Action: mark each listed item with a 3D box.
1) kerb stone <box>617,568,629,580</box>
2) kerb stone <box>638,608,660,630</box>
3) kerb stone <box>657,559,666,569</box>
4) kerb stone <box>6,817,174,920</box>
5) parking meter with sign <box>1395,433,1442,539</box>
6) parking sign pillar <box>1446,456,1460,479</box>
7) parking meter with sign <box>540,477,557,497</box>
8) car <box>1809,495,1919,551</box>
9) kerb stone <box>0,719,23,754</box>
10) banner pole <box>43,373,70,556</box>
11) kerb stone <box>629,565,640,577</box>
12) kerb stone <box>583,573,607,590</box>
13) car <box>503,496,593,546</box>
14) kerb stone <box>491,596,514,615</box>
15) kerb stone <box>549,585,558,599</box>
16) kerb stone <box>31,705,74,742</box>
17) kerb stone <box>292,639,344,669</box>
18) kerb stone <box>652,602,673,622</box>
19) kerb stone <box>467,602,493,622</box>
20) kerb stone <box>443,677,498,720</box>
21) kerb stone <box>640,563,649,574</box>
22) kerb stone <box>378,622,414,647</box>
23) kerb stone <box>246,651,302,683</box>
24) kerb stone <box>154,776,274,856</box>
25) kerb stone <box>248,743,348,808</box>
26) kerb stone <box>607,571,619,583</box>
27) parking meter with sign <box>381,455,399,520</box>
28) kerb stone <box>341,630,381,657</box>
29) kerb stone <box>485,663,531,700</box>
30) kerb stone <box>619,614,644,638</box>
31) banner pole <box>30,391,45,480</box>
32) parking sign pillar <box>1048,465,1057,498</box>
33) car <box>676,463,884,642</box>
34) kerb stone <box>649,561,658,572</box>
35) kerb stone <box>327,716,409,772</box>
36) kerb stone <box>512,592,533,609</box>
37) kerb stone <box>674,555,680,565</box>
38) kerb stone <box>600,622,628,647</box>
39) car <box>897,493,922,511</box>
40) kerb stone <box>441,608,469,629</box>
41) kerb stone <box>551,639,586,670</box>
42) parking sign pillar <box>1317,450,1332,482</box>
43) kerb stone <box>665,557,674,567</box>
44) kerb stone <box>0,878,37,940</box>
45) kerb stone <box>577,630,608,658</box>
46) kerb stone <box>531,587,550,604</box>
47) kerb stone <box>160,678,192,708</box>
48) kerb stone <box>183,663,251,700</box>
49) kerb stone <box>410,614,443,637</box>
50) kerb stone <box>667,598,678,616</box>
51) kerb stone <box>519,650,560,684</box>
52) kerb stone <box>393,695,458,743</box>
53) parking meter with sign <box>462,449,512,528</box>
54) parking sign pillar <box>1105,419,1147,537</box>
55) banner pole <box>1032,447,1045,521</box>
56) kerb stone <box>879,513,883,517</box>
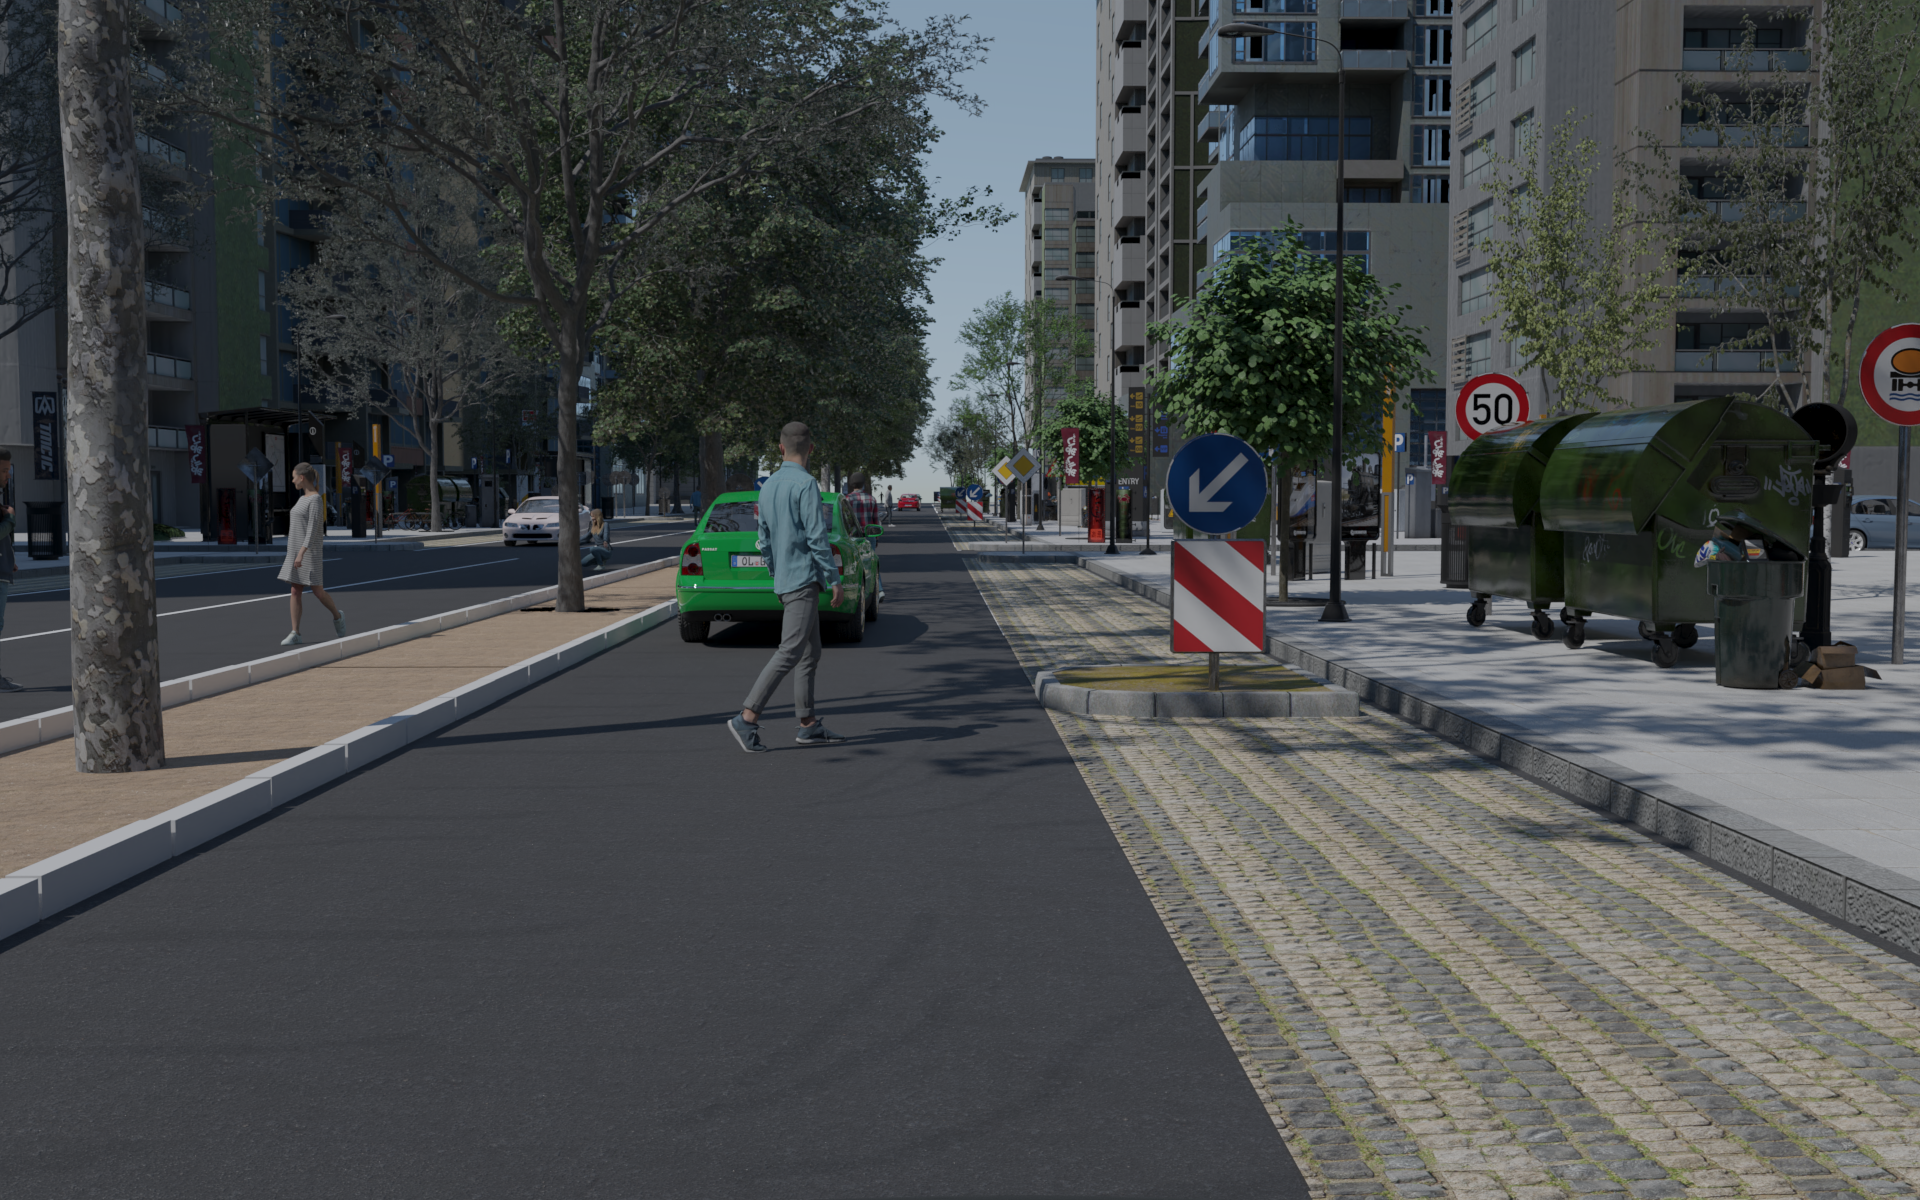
[{"bbox_3d":[-5.702,-0.407,28.874,0.120,0.150,1.000,0,4,-1],"label":"kerb stone"},{"bbox_3d":[-3.395,0.219,18.627,0.120,0.150,1.000,0,4,-1],"label":"kerb stone"},{"bbox_3d":[-5.775,-0.655,32.972,0.120,0.150,1.000,0,4,-1],"label":"kerb stone"},{"bbox_3d":[-3.158,0.971,6.325,0.120,0.150,1.000,0,4,-1],"label":"kerb stone"},{"bbox_3d":[13.226,-3.280,49.882,1.738,3.016,0.543,-2,4,-31],"label":"parking meter with sign"},{"bbox_3d":[20.784,-5.231,73.996,1.447,3.967,1.447,-1,4,-18],"label":"parking sign pillar"},{"bbox_3d":[-18.611,-5.019,78.317,1.738,3.016,0.543,-1,4,-11],"label":"parking meter with sign"},{"bbox_3d":[21.826,-1.760,40.773,4.499,1.417,2.014,0,4,-1],"label":"car"},{"bbox_3d":[-5.316,0.784,9.403,0.120,0.150,1.000,0,4,-1],"label":"kerb stone"},{"bbox_3d":[-18.702,-2.826,36.214,0.401,3.779,0.863,-1,4,-10],"label":"banner pole"},{"bbox_3d":[-5.713,-0.470,29.901,0.120,0.150,1.000,0,4,-1],"label":"kerb stone"},{"bbox_3d":[-5.661,-0.283,26.828,0.120,0.150,1.000,0,4,-1],"label":"kerb stone"},{"bbox_3d":[-11.693,-2.262,49.339,2.083,1.381,4.827,0,4,-2],"label":"car"},{"bbox_3d":[-5.538,0.093,20.677,0.120,0.150,1.000,0,4,-1],"label":"kerb stone"},{"bbox_3d":[-5.597,-0.095,23.746,0.120,0.150,1.000,0,4,-1],"label":"kerb stone"},{"bbox_3d":[-5.337,0.722,10.425,0.120,0.150,1.000,0,4,-1],"label":"kerb stone"},{"bbox_3d":[-5.421,0.469,14.525,0.120,0.150,1.000,0,4,-1],"label":"kerb stone"},{"bbox_3d":[-3.424,0.156,19.649,0.120,0.150,1.000,0,4,-1],"label":"kerb stone"},{"bbox_3d":[-5.515,0.155,19.654,0.120,0.150,1.000,0,4,-1],"label":"kerb stone"},{"bbox_3d":[-3.255,0.657,11.454,0.120,0.150,1.000,0,4,-1],"label":"kerb stone"},{"bbox_3d":[-5.740,-0.534,30.923,0.120,0.150,1.000,0,4,-1],"label":"kerb stone"},{"bbox_3d":[-5.457,0.344,16.577,0.120,0.150,1.000,0,4,-1],"label":"kerb stone"},{"bbox_3d":[-5.396,0.535,13.503,0.120,0.150,1.000,0,4,-1],"label":"kerb stone"},{"bbox_3d":[-3.172,0.915,7.347,0.120,0.150,1.000,0,4,-1],"label":"kerb stone"},{"bbox_3d":[-3.201,0.849,8.379,0.120,0.150,1.000,0,4,-1],"label":"kerb stone"},{"bbox_3d":[-5.678,-0.344,27.851,0.120,0.150,1.000,0,4,-1],"label":"kerb stone"},{"bbox_3d":[-24.970,-4.880,76.044,0.543,3.016,1.738,-2,4,-27],"label":"parking meter with sign"},{"bbox_3d":[-5.443,0.407,15.549,0.120,0.150,1.000,0,4,-1],"label":"kerb stone"},{"bbox_3d":[-3.284,0.595,12.476,0.120,0.150,1.000,0,4,-1],"label":"kerb stone"},{"bbox_3d":[-3.377,0.281,17.602,0.120,0.150,1.000,0,4,-1],"label":"kerb stone"},{"bbox_3d":[-19.480,-2.891,37.289,0.863,3.779,0.401,-2,4,-28],"label":"banner pole"},{"bbox_3d":[6.543,-7.791,115.847,1.447,3.967,1.447,1,4,13],"label":"parking sign pillar"},{"bbox_3d":[-1.808,-0.572,18.150,1.959,1.807,4.718,0,4,1],"label":"car"},{"bbox_3d":[-5.759,-0.597,31.950,0.120,0.150,1.000,0,4,-1],"label":"kerb stone"},{"bbox_3d":[-3.218,0.782,9.406,0.120,0.150,1.000,0,4,-1],"label":"kerb stone"},{"bbox_3d":[-5.558,0.030,21.699,0.120,0.150,1.000,0,4,-1],"label":"kerb stone"},{"bbox_3d":[-5.814,-0.785,35.023,0.120,0.150,1.000,0,4,-1],"label":"kerb stone"},{"bbox_3d":[-3.351,0.344,16.574,0.120,0.150,1.000,0,4,-1],"label":"kerb stone"},{"bbox_3d":[-4.238,-8.313,144.953,2.155,1.783,4.494,0,4,1],"label":"car"},{"bbox_3d":[-5.500,0.218,18.624,0.120,0.150,1.000,0,4,-1],"label":"kerb stone"},{"bbox_3d":[-3.315,0.469,14.530,0.120,0.150,1.000,0,4,-1],"label":"kerb stone"},{"bbox_3d":[15.809,-5.346,75.878,1.447,3.967,1.447,0,4,5],"label":"parking sign pillar"},{"bbox_3d":[-5.807,-0.722,34.000,0.120,0.150,1.000,0,4,-1],"label":"kerb stone"},{"bbox_3d":[-3.136,1.037,5.302,0.120,0.150,1.000,0,4,-1],"label":"kerb stone"},{"bbox_3d":[-3.341,0.406,15.552,0.120,0.150,1.000,0,4,-1],"label":"kerb stone"},{"bbox_3d":[-5.580,-0.032,22.724,0.120,0.150,1.000,0,4,-1],"label":"kerb stone"},{"bbox_3d":[-5.368,0.657,11.450,0.120,0.150,1.000,0,4,-1],"label":"kerb stone"},{"bbox_3d":[-5.381,0.594,12.479,0.120,0.150,1.000,0,4,-1],"label":"kerb stone"},{"bbox_3d":[-5.484,0.282,17.599,0.120,0.150,1.000,0,4,-1],"label":"kerb stone"},{"bbox_3d":[-3.438,0.093,20.680,0.120,0.150,1.000,0,4,-1],"label":"kerb stone"},{"bbox_3d":[-3.303,0.532,13.508,0.120,0.150,1.000,0,4,-1],"label":"kerb stone"},{"bbox_3d":[-3.238,0.722,10.430,0.120,0.150,1.000,0,4,-1],"label":"kerb stone"},{"bbox_3d":[-18.172,-4.310,66.735,1.738,3.016,0.543,-2,4,-31],"label":"parking meter with sign"},{"bbox_3d":[5.063,-3.920,52.561,1.447,3.967,1.447,2,4,32],"label":"parking sign pillar"},{"bbox_3d":[3.765,-5.604,81.646,0.863,3.779,0.401,2,4,30],"label":"banner pole"},{"bbox_3d":[-5.347,-5.897,118.615,0.120,0.150,1.000,0,4,-1],"label":"kerb stone"}]
